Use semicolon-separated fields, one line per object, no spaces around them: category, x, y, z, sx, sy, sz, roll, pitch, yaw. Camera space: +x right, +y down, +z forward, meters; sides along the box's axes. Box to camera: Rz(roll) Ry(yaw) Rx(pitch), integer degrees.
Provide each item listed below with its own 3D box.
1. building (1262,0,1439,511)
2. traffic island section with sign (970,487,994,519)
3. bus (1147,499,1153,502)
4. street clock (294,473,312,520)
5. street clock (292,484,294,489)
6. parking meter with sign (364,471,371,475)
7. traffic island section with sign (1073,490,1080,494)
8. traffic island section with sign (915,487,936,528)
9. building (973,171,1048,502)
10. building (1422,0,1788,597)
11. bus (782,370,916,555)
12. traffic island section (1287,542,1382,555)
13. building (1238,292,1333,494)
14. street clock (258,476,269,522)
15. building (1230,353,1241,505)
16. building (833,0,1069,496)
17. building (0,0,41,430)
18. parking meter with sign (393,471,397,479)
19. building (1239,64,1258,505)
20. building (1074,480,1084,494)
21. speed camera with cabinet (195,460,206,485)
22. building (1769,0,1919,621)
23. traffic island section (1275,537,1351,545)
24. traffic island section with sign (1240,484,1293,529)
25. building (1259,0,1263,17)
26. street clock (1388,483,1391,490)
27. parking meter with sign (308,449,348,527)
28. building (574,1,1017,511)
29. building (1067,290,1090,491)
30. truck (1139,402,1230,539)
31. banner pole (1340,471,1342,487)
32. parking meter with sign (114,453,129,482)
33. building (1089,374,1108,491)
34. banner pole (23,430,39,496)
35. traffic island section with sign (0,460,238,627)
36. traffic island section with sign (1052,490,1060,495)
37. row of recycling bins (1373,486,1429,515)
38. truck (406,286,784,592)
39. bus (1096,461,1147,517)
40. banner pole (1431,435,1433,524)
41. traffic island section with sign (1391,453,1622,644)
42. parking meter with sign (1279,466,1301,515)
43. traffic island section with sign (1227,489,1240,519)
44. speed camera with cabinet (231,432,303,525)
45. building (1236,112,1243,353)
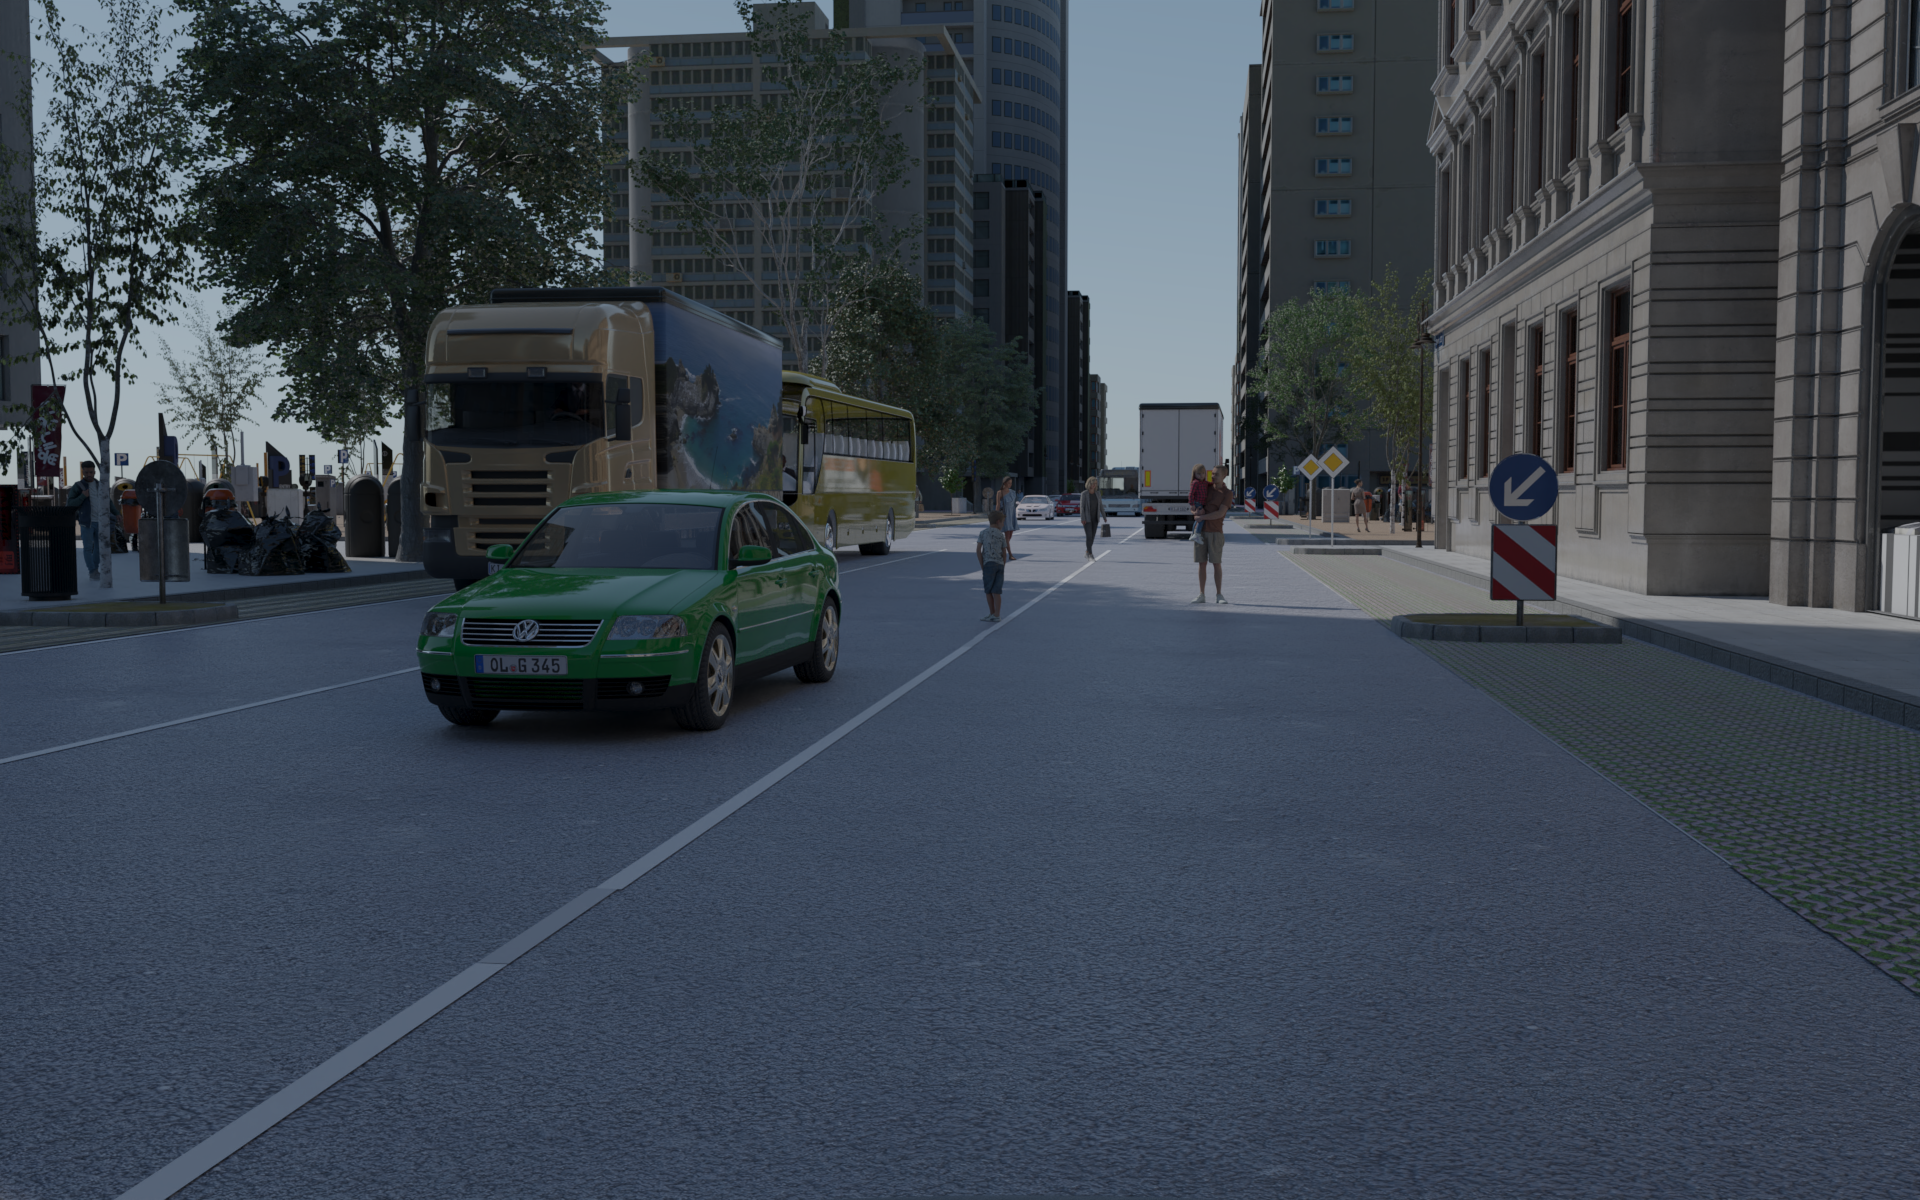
building;35.137;-31.462;138.101;21.300;48.544;21.600;0;4;8
traffic island section with sign;1.650;-5.654;101.073;1.989;1.847;2.006;0;4;8
bus;16.766;-9.981;158.050;2.948;3.499;13.247;1;4;9
street clock;-22.716;-3.400;60.166;0.358;2.002;0.471;1;4;14
street clock;-45.713;-6.998;118.994;0.358;2.002;0.471;3;4;39
parking meter with sign;-44.493;-8.243;131.039;0.543;3.016;1.738;0;4;-1
traffic island section with sign;11.980;-10.333;177.579;1.989;1.847;2.006;0;4;8
traffic island section with sign;-2.065;-3.965;73.453;1.989;1.847;2.006;0;4;8
building;0.425;-23.692;159.062;14.160;30.474;14.107;0;4;8
building;14.874;-11.865;30.144;11.583;22.565;21.152;0;4;8
bus;-3.288;-2.838;37.946;2.896;3.916;12.252;1;4;9
traffic island section;9.059;-1.204;41.966;2.009;0.180;2.903;0;4;8
building;46.486;-29.021;246.195;14.160;30.474;14.107;0;4;8
street clock;-27.661;-3.930;68.828;0.471;2.002;0.358;3;5;45
building;49.392;-23.204;224.422;27.650;21.520;28.899;0;4;8
building;-0.299;-39.007;179.758;21.231;58.520;28.212;0;4;8
building;-29.212;-21.613;36.967;14.086;41.232;14.154;0;4;8
parking meter with sign;-42.647;-8.190;130.167;0.543;3.016;1.738;-1;4;-13
building;41.409;-34.434;186.703;21.300;48.544;21.600;0;4;8
building;-0.286;-32.552;224.112;32.217;40.220;23.993;0;4;8
speed camera with cabinet;-44.222;-6.547;101.381;0.660;3.252;2.038;0;4;5
building;13.803;-10.137;7.544;13.314;21.916;24.055;0;4;8
traffic island section;10.127;-1.688;49.880;2.009;0.180;2.903;0;4;8
traffic island section with sign;12.793;-3.876;72.002;1.989;1.847;2.006;0;4;8
building;42.778;-35.011;161.668;28.713;52.752;27.495;0;4;8
street clock;27.586;-6.507;110.955;0.358;2.002;0.471;0;4;0
parking meter with sign;-24.957;-4.397;68.157;1.738;3.016;0.543;1;4;18
building;-11.866;-27.468;140.975;32.217;40.220;23.993;0;4;8
building;10.798;-28.817;242.866;14.160;30.474;14.107;0;4;8
truck;7.637;-4.267;58.685;2.839;4.237;11.283;1;4;10
banner pole;25.860;-7.802;117.586;0.401;3.779;0.863;0;4;5
parking meter with sign;-35.888;-4.761;74.095;0.543;3.016;1.738;-2;4;-29
building;8.008;-25.710;265.390;27.650;21.520;28.899;0;4;8
banner pole;-36.078;-4.721;67.212;0.401;3.779;0.863;-1;4;-19
traffic island section with sign;-9.332;-0.666;19.520;1.989;1.847;2.006;0;4;8
traffic island section with sign;8.386;-8.699;150.864;1.989;1.847;2.006;0;4;8
row of recycling bins;25.742;-5.771;101.463;1.069;1.692;3.534;-3;5;-39
truck;-4.962;-2.257;25.810;2.839;4.237;11.283;0;4;6
bus;10.663;-7.206;112.682;2.948;3.499;13.247;1;4;8
banner pole;20.196;-5.110;73.563;0.401;3.779;0.863;3;5;43
traffic island section with sign;5.441;-0.544;17.525;1.989;1.847;2.006;0;4;8
parking meter with sign;20.235;-6.752;106.650;1.738;3.016;0.543;-3;5;-43
traffic island section with sign;16.393;-5.510;98.717;1.989;1.847;2.006;0;4;8
speed camera with cabinet;-22.061;-3.720;55.161;2.038;3.252;0.660;0;4;-8
building;53.078;-44.267;265.764;21.231;58.520;28.212;0;4;8
